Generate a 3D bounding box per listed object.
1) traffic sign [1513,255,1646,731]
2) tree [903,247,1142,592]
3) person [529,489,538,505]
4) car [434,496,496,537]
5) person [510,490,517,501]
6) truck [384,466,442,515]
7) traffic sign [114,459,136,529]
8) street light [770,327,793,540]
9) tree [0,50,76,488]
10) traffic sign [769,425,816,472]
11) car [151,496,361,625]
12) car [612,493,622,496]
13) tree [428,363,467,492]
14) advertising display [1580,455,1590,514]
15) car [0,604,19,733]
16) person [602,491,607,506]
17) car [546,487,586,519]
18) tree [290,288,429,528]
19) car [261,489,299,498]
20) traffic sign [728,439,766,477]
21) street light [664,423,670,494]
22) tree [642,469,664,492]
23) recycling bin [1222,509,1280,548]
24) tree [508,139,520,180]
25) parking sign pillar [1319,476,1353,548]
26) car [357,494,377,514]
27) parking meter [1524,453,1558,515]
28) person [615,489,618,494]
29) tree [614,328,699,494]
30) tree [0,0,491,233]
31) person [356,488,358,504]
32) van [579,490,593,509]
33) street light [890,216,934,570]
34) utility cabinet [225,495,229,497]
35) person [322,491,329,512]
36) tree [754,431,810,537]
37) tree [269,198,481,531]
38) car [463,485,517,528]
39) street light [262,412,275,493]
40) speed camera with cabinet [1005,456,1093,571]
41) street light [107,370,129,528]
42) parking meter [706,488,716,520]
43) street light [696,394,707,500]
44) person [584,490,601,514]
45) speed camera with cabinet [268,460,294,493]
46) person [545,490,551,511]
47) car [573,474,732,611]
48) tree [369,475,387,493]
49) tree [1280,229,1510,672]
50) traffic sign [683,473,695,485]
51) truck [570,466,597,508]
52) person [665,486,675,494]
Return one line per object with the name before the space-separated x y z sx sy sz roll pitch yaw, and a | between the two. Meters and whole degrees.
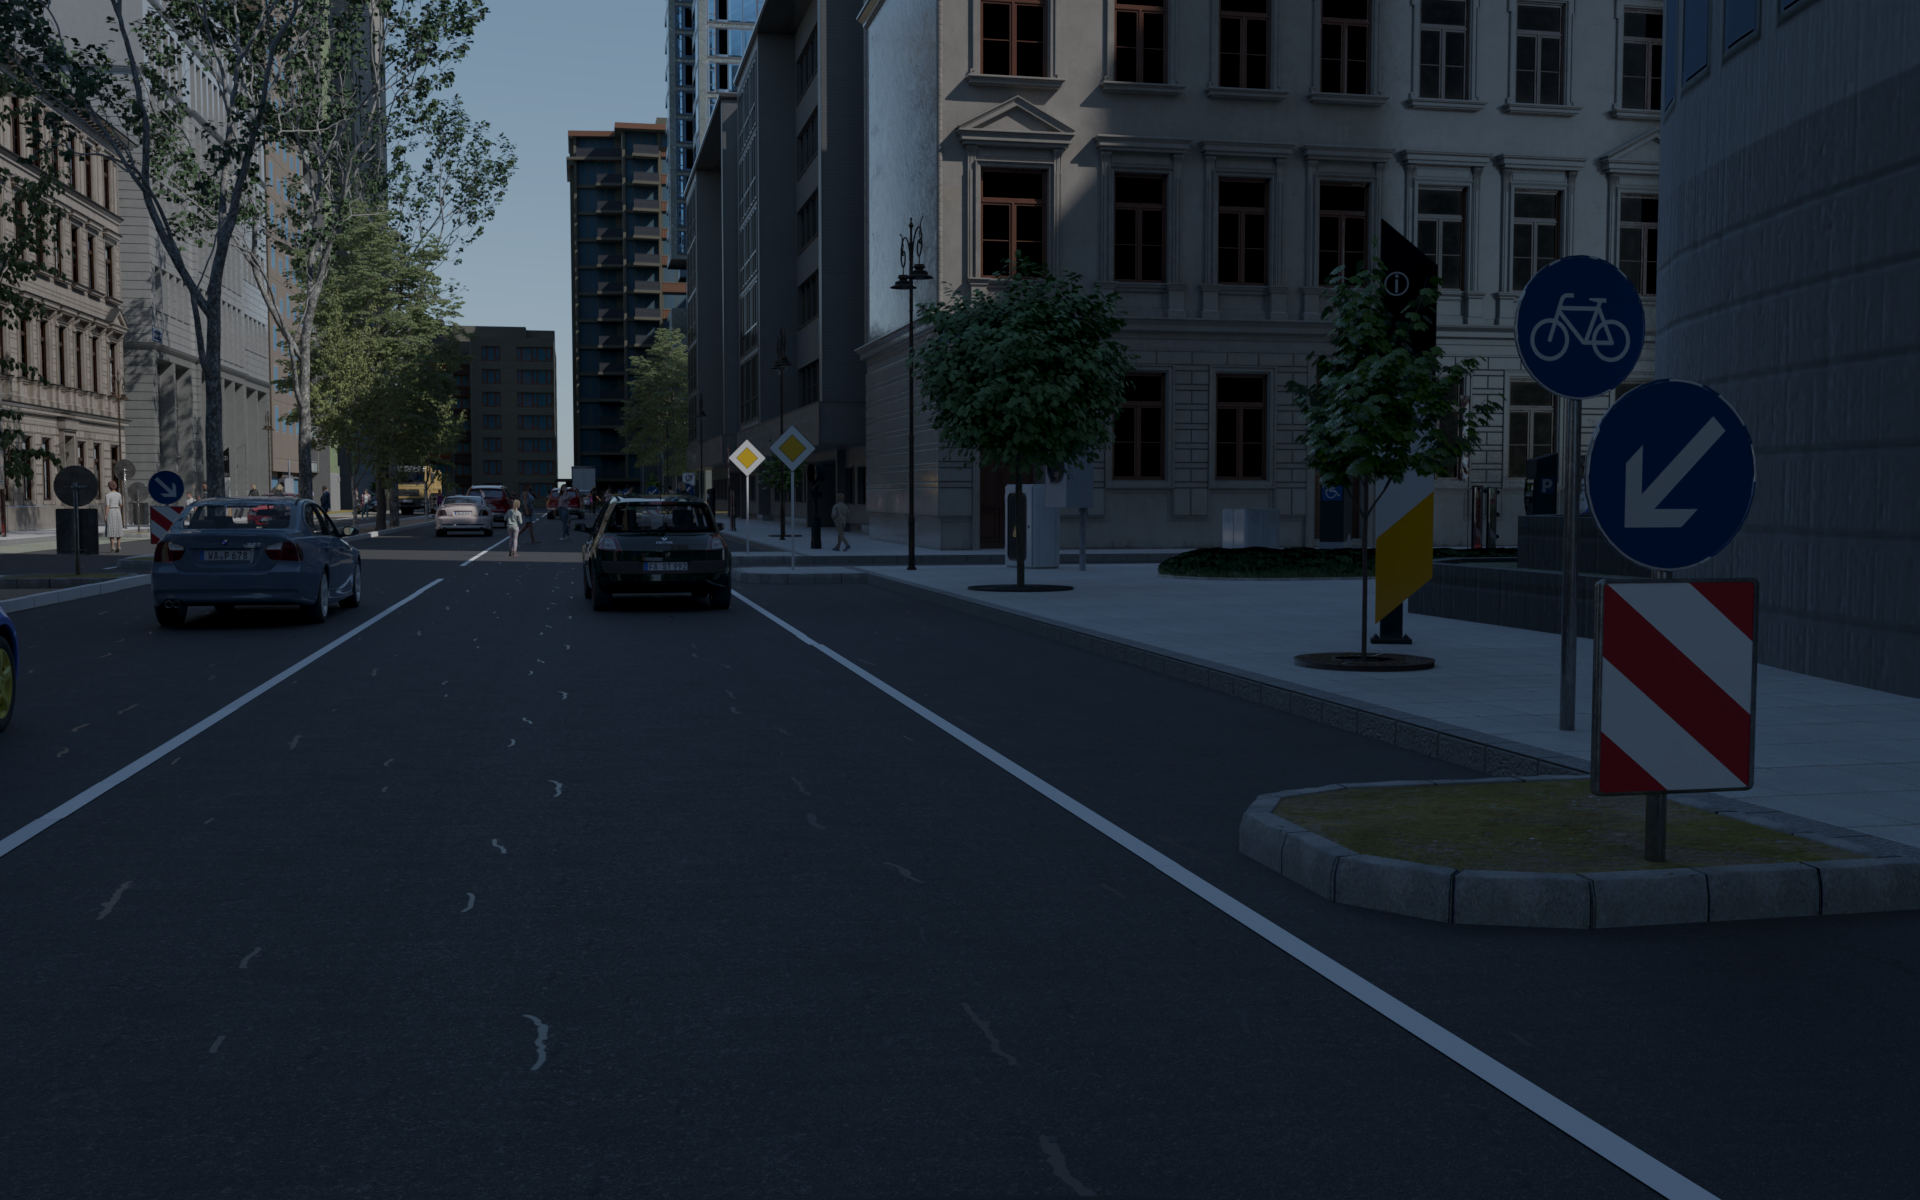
traffic sign | 3.303 -0.565 9.344 0.768 2.556 0.104 -1 4 -11
tree | 0.878 -2.420 23.276 4.285 4.588 4.351 0 3 0
person | -35.028 -8.150 141.386 0.705 1.869 1.348 3 5 40
car | -17.085 -2.899 59.762 2.083 1.381 4.827 -1 4 -14
person | -38.288 -8.504 148.063 0.750 1.759 0.617 -1 4 -20
truck | -38.163 -7.667 121.278 3.469 3.379 9.791 -1 4 -10
traffic sign | -30.647 -3.882 63.569 0.768 2.556 0.104 0 4 -6
street light | -4.958 -4.612 48.189 0.468 5.910 1.993 -1 4 -12
tree | -13.029 -4.207 21.611 4.737 8.622 4.395 0 3 0
traffic sign | -2.788 -1.644 29.076 0.795 2.593 0.064 -1 4 -12
car | -8.168 -0.509 20.317 2.014 1.417 4.499 -1 4 -12
car | -29.128 -8.412 147.756 2.015 1.641 3.980 -1 4 -11
tree | -27.182 -8.274 88.098 4.737 8.622 4.395 0 3 0
advertising display | 10.316 -1.417 28.376 0.123 1.923 0.974 0 4 -6
car | -6.309 0.029 9.125 1.945 1.707 3.694 -1 4 -13
person | -23.653 -6.482 115.956 0.593 1.643 0.415 -1 4 -15
car | -22.814 -5.602 100.267 2.281 1.827 5.304 -1 4 -10
tree | -21.215 -6.589 60.547 4.737 8.622 4.395 0 3 0
car | -26.563 -3.580 67.566 2.155 1.783 4.494 -1 4 -12
traffic sign | -4.506 -2.121 36.875 0.795 2.593 0.064 -1 4 -12
street light | -18.628 -8.412 110.328 0.468 5.910 1.993 -1 4 -12
tree | -23.913 -8.586 134.985 1.663 3.219 1.824 0 3 0
recycling bin | 4.980 -1.047 29.672 0.722 1.027 0.722 -2 4 -27
tree | -26.145 -13.302 75.832 12.611 20.169 13.585 0 3 0
parking sign pillar | 6.591 -2.557 30.280 1.447 3.967 1.447 1 4 19
car | -42.015 -6.964 123.652 2.009 1.686 4.222 -1 4 -12
parking meter | 8.225 -1.152 24.546 0.399 1.863 0.255 -1 4 -14
person | -30.440 -8.902 153.672 0.705 1.869 1.348 1 4 11
tree | -19.728 -12.267 118.700 7.486 12.596 7.792 0 3 0
tree | -20.746 -11.803 51.331 12.611 20.169 13.585 0 3 0
person | -47.443 -7.894 135.633 0.750 1.759 0.617 1 4 16
van | -36.719 -9.956 169.786 2.013 2.044 4.112 -1 4 -12
street light | -0.817 -3.445 29.106 0.468 5.910 1.993 -1 4 -12
utility cabinet | -34.944 -4.360 82.453 0.306 1.237 1.020 -1 4 -22
person | -44.563 -7.024 121.692 0.445 1.727 0.742 -1 4 -9
tree | -5.417 -3.519 52.139 1.663 3.219 1.824 0 3 0
tree | -22.423 -8.925 66.509 7.486 12.596 7.792 0 3 0
car | -20.170 -4.008 74.210 2.281 1.827 5.304 -1 4 -12
street light | -38.062 -7.501 95.432 0.468 5.910 1.993 -1 4 -12
speed camera with cabinet | 1.498 -2.153 29.543 0.660 3.252 2.038 -2 4 -28
street light | -31.292 -5.611 64.535 0.468 5.910 1.993 -1 4 -12
parking meter | -10.549 -3.974 73.380 0.372 1.533 0.369 0 3 0
street light | -11.800 -6.500 79.070 0.468 5.910 1.993 -1 4 -12
person | -26.830 -7.164 126.320 1.217 1.739 0.721 0 4 -4
speed camera with cabinet | -39.277 -6.471 100.136 2.038 3.252 0.660 3 5 42
person | -35.198 -8.533 148.021 0.705 1.822 1.348 0 4 3
car | -4.050 -0.797 22.820 2.009 1.686 4.222 -1 4 -14
tree | -50.118 -9.477 149.549 1.663 3.219 1.824 0 3 0
tree | 2.983 -1.111 12.769 1.663 3.219 1.824 0 3 0
traffic sign | -13.103 -4.991 83.734 0.606 2.300 0.079 0 4 -8
truck | -38.983 -11.652 179.429 2.839 4.237 11.283 -1 4 -12
person | -19.102 -6.602 113.991 1.348 1.824 0.705 -3 5 -43
